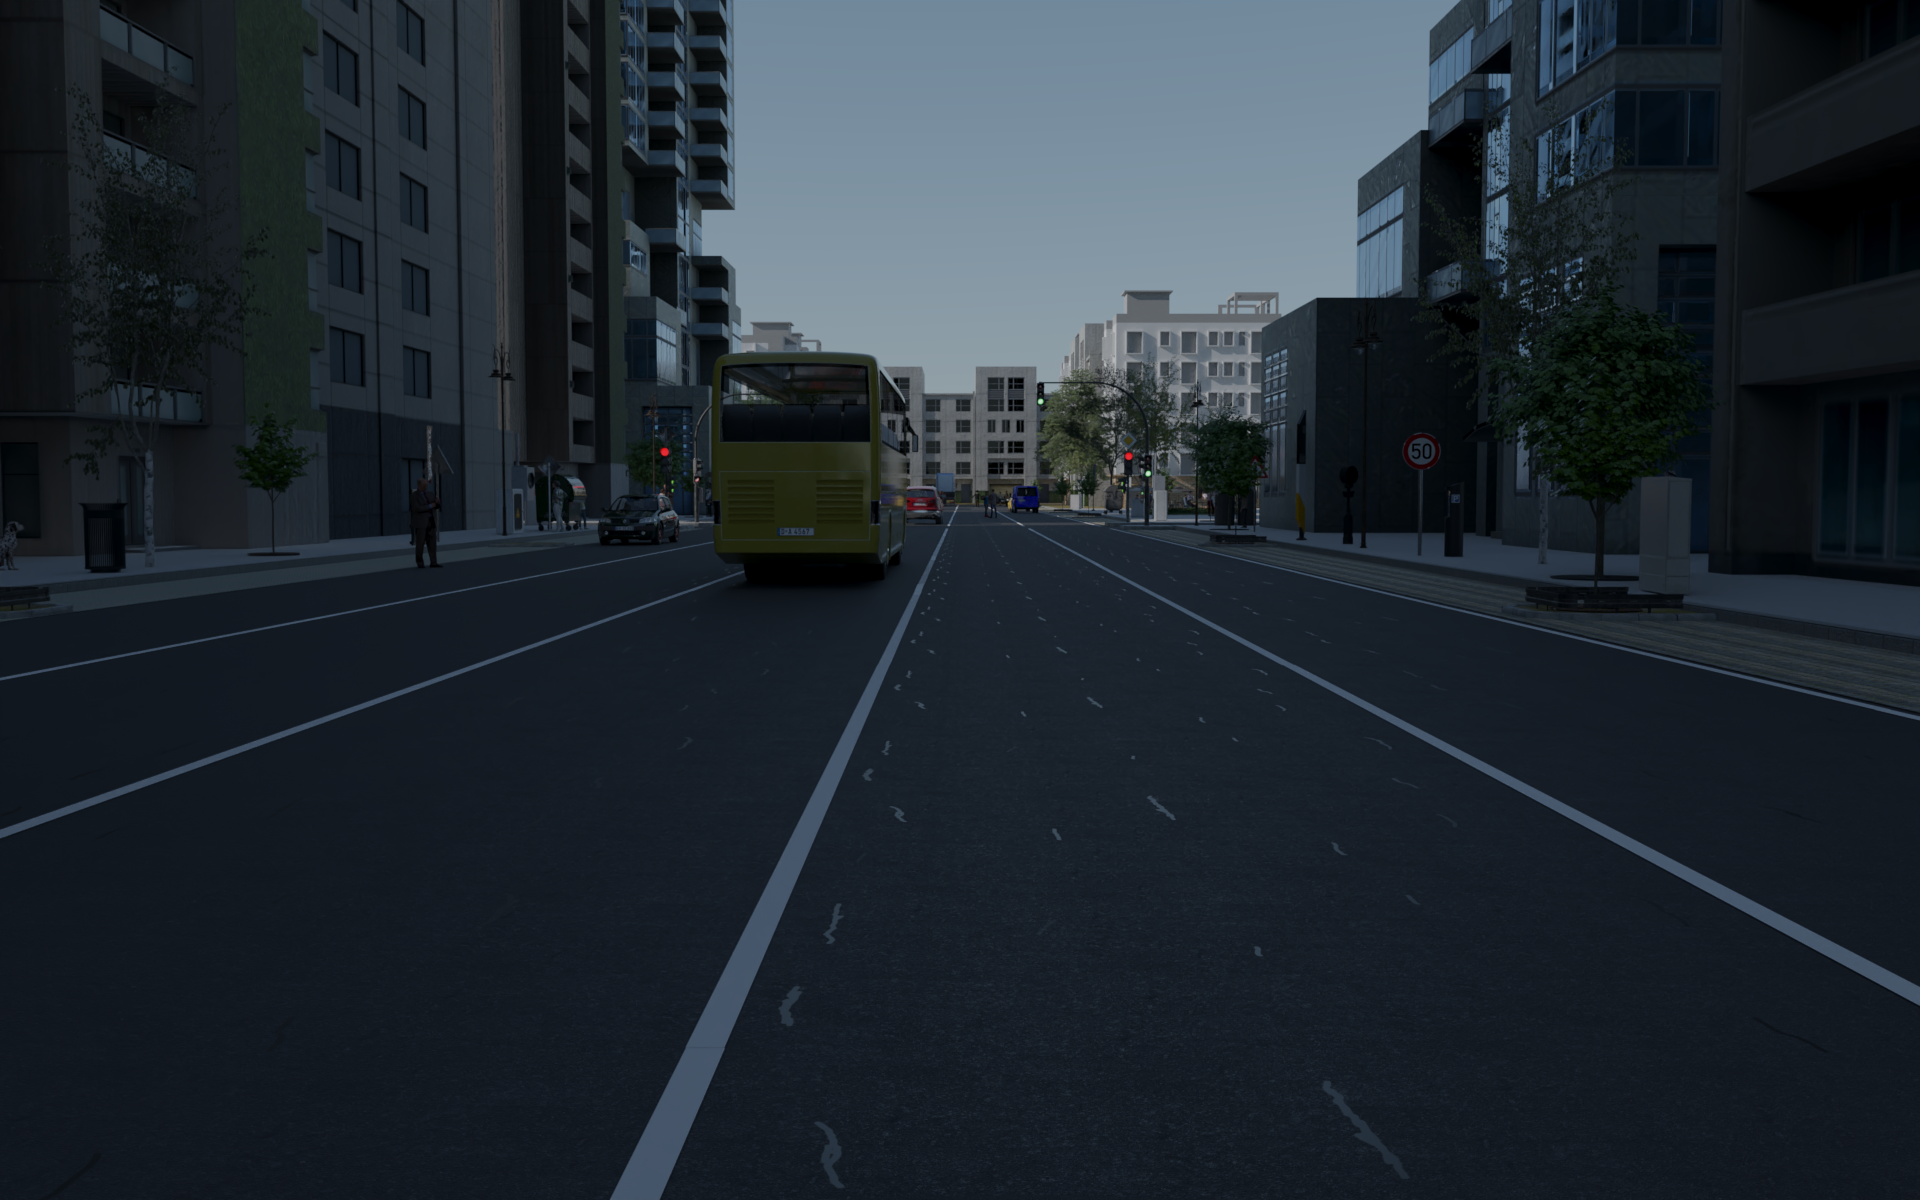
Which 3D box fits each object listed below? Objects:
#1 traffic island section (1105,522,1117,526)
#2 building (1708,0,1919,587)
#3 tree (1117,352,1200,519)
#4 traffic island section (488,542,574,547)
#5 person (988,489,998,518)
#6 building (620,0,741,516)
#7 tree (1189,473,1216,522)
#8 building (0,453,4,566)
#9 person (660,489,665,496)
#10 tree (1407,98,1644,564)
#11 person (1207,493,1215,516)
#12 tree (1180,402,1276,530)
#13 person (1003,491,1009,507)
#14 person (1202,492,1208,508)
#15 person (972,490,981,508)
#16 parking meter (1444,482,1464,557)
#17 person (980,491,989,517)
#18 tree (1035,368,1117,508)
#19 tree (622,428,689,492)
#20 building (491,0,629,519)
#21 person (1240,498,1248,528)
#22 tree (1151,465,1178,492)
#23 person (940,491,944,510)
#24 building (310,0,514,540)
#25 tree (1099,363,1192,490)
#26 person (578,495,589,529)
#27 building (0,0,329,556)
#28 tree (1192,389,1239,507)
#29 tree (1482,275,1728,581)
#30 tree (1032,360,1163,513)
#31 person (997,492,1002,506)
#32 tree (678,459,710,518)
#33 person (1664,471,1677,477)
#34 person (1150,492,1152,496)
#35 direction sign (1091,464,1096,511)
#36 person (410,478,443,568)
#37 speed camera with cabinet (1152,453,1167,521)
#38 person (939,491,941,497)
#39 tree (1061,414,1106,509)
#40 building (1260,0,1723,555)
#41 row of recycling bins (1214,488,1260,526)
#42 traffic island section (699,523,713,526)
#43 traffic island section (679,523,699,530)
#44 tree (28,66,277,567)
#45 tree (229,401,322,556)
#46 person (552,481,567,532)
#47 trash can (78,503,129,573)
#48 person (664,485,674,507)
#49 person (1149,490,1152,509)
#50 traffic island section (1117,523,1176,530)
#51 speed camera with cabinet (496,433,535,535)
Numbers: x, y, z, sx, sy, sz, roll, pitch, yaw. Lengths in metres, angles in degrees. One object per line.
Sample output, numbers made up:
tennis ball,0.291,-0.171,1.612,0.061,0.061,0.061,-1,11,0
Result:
traffic island section,7.608,-3.425,78.273,2.009,0.180,2.903,0,3,0
building,22.876,-24.017,16.373,21.300,48.544,21.600,0,3,0
tree,10.379,-8.570,90.488,4.737,8.622,4.395,0,3,0
traffic island section,-11.653,-1.498,47.363,1.991,0.108,1.994,0,3,0
person,1.941,-5.738,103.142,0.655,1.722,0.431,-2,4,-34
building,-26.016,-49.129,115.928,22.319,86.520,31.000,0,3,0
tree,11.805,-5.284,80.988,1.663,3.219,1.824,0,3,0
building,-27.756,-24.179,19.021,21.300,48.544,21.600,0,3,0
person,-13.833,-4.404,80.518,0.523,1.526,0.387,2,4,34
tree,10.477,-4.965,31.547,4.360,8.622,3.978,0,3,0
person,14.511,-5.649,99.858,0.566,1.644,0.517,1,4,16
tree,9.549,-4.776,61.802,4.285,4.588,4.351,0,3,0
person,5.129,-11.190,191.550,0.705,1.812,1.348,-1,4,-21
person,16.227,-6.413,114.082,0.799,1.438,0.628,1,4,21
person,1.823,-10.543,180.502,1.348,1.869,0.705,2,4,23
parking meter,10.106,-1.652,35.417,0.372,1.533,0.369,0,3,0
person,1.600,-5.958,107.781,0.662,1.594,0.647,2,4,31
tree,10.531,-14.582,156.548,7.486,12.596,7.792,0,3,0
tree,-15.026,-6.236,85.670,4.285,4.588,4.351,0,3,0
building,-25.166,-19.293,87.140,14.160,30.474,14.107,0,3,0
person,10.787,-3.414,65.763,0.340,1.345,0.435,-2,4,-33
tree,13.281,-7.172,111.861,1.663,3.219,1.824,0,3,0
person,-1.571,-9.262,160.754,0.721,1.723,1.217,0,4,1
building,-27.719,-37.740,55.305,20.611,71.187,20.563,0,3,0
tree,10.127,-8.999,97.501,4.360,8.622,3.978,0,3,0
person,-13.677,-3.232,62.796,0.340,1.345,0.435,1,4,20
building,-23.595,-21.640,37.416,14.154,41.232,14.086,0,3,0
tree,17.883,-10.500,122.039,4.360,8.622,3.978,0,3,0
tree,9.736,-2.587,26.005,4.285,4.588,4.351,0,3,0
tree,10.296,-11.356,120.078,8.767,10.594,7.601,3,4,38
person,4.731,-12.120,207.452,0.721,1.735,1.217,3,4,36
tree,-14.669,-6.139,94.969,1.663,3.219,1.824,0,3,0
person,13.848,-1.658,33.825,0.621,1.740,0.551,2,4,32
person,15.488,-7.903,138.448,0.799,1.438,0.628,0,4,0
direction sign,10.160,-8.550,131.793,0.379,3.537,0.876,1,4,23
person,-10.319,-1.491,33.566,0.600,1.739,0.565,1,4,9
speed camera with cabinet,9.661,-5.456,83.544,0.660,3.252,2.038,0,4,3
person,-1.819,-9.752,168.479,0.750,1.759,0.617,2,4,33
tree,10.549,-12.184,149.576,4.737,8.622,4.395,0,3,0
building,22.821,-45.063,49.450,22.319,86.520,31.000,0,3,0
row of recycling bins,12.163,-3.880,70.557,3.534,1.692,1.069,0,4,3
traffic island section,-11.913,-3.427,78.315,2.009,0.180,2.903,0,3,0
traffic island section,-11.929,-2.939,70.330,2.009,0.180,2.903,0,3,0
tree,-14.294,-4.900,30.481,4.360,8.622,3.978,0,3,0
tree,-14.464,-2.546,36.226,1.663,3.219,1.824,0,3,0
person,-13.572,-3.165,58.512,0.376,1.734,0.841,1,4,14
trash can,-13.967,-1.017,28.282,0.748,1.137,0.748,0,3,0
person,-13.726,-4.572,81.487,0.565,1.739,0.600,-2,4,-33
person,11.907,-6.173,109.517,0.613,1.512,0.480,-2,4,-34
traffic island section,7.592,-2.936,70.288,2.009,0.180,2.903,0,3,0
speed camera with cabinet,-14.288,-3.752,55.679,0.660,3.252,2.038,0,4,6
